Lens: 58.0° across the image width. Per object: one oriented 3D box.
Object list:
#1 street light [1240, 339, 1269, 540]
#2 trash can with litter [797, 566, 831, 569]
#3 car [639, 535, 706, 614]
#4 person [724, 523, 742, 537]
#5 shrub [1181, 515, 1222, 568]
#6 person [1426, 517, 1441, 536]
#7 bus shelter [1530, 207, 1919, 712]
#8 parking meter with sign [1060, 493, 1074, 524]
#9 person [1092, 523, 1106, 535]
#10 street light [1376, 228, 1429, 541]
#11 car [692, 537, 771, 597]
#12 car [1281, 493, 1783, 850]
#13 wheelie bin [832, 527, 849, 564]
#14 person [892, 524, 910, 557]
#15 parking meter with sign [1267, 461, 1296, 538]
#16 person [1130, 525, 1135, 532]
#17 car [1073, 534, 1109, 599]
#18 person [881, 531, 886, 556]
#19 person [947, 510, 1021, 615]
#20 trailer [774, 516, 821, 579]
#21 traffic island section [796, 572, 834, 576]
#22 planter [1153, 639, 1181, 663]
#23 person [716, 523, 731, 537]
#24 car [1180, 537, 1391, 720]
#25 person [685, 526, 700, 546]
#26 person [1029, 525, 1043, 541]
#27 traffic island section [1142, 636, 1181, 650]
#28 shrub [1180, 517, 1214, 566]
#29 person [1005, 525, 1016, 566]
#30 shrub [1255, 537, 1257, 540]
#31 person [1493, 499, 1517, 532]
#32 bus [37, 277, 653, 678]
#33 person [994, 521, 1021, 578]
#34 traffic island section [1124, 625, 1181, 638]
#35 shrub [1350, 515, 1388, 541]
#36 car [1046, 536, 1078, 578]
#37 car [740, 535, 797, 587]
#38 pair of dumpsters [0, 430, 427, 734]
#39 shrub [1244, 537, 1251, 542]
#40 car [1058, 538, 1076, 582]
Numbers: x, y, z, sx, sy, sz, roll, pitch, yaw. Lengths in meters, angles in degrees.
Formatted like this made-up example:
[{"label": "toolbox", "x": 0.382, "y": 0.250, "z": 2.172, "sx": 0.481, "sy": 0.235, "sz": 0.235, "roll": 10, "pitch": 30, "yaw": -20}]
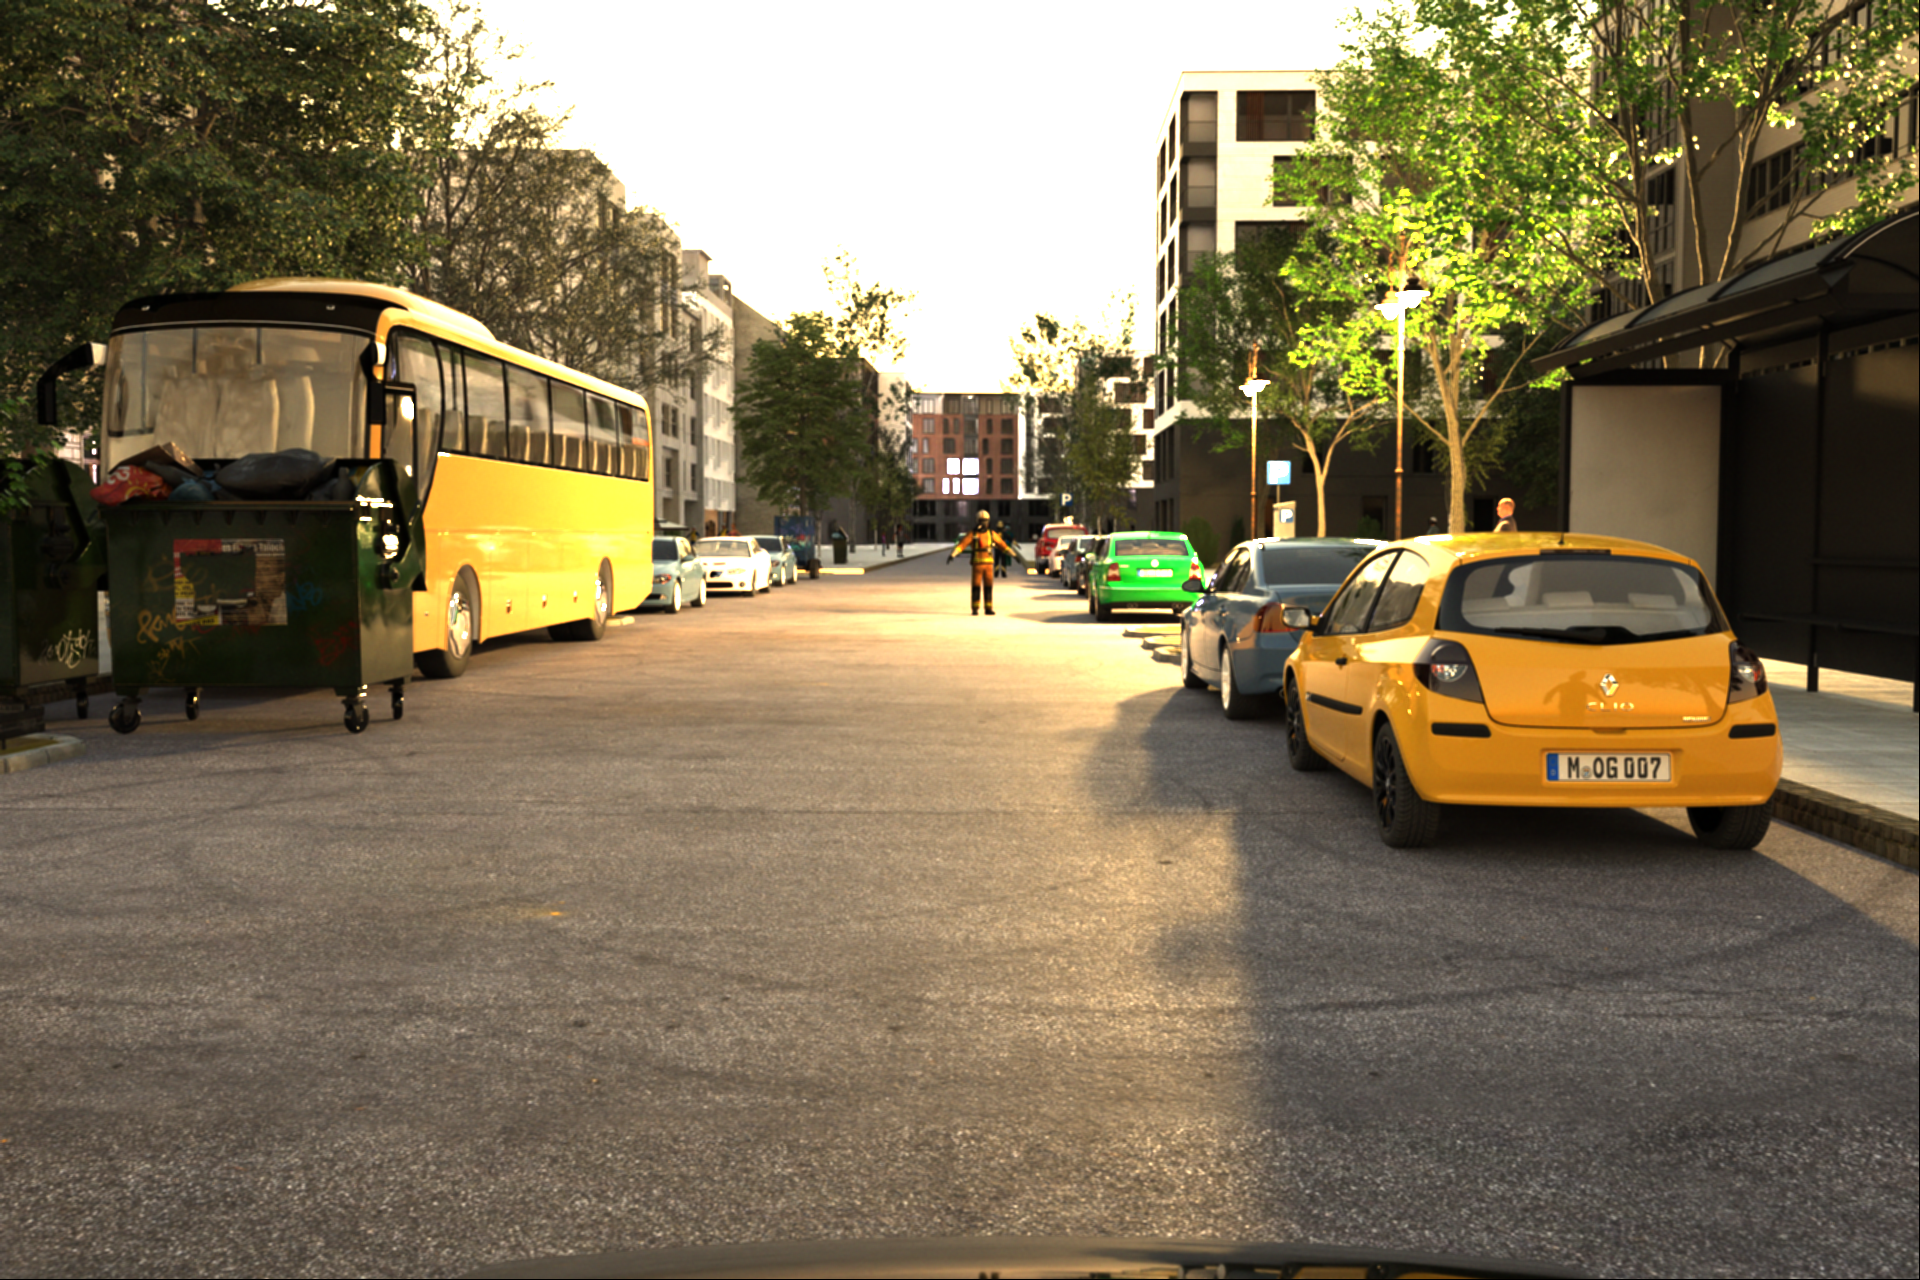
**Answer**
[{"label": "street light", "x": 6.972, "y": -4.180, "z": 41.131, "sx": 0.468, "sy": 5.910, "sz": 1.993, "roll": 0, "pitch": 4, "yaw": 1}, {"label": "trash can with litter", "x": -5.606, "y": -3.296, "z": 64.948, "sx": 1.678, "sy": 1.210, "sz": 2.233, "roll": 0, "pitch": 4, "yaw": 1}, {"label": "car", "x": -5.916, "y": -1.267, "z": 32.717, "sx": 2.014, "sy": 1.417, "sz": 4.499, "roll": 0, "pitch": 4, "yaw": 1}, {"label": "person", "x": -9.319, "y": -3.922, "z": 70.924, "sx": 1.217, "sy": 1.733, "sz": 0.721, "roll": 2, "pitch": 4, "yaw": 26}, {"label": "shrub", "x": 9.022, "y": -3.727, "z": 65.364, "sx": 1.690, "sy": 2.028, "sz": 1.600, "roll": 0, "pitch": 3, "yaw": 0}, {"label": "person", "x": 15.970, "y": -3.225, "z": 58.574, "sx": 0.704, "sy": 1.849, "sz": 1.345, "roll": 3, "pitch": 5, "yaw": 45}, {"label": "bus shelter", "x": 6.188, "y": -1.179, "z": 13.197, "sx": 2.014, "sy": 3.302, "sz": 5.546, "roll": 0, "pitch": 4, "yaw": 1}, {"label": "parking meter with sign", "x": 4.529, "y": -4.692, "z": 72.976, "sx": 0.543, "sy": 3.016, "sz": 1.738, "roll": 0, "pitch": 4, "yaw": 0}, {"label": "person", "x": 6.910, "y": -4.867, "z": 85.508, "sx": 1.347, "sy": 1.837, "sz": 0.705, "roll": -2, "pitch": 4, "yaw": -24}, {"label": "street light", "x": 6.676, "y": -3.273, "z": 26.297, "sx": 0.468, "sy": 5.910, "sz": 1.993, "roll": 0, "pitch": 4, "yaw": 1}, {"label": "car", "x": -5.581, "y": -1.752, "z": 41.001, "sx": 2.083, "sy": 1.381, "sz": 4.827, "roll": 0, "pitch": 4, "yaw": 1}, {"label": "car", "x": 2.823, "y": 0.056, "z": 9.309, "sx": 2.015, "sy": 1.641, "sz": 3.980, "roll": 0, "pitch": 4, "yaw": 2}, {"label": "wheelie bin", "x": -5.145, "y": -4.062, "z": 74.319, "sx": 0.693, "sy": 1.594, "sz": 0.980, "roll": 0, "pitch": 4, "yaw": 2}, {"label": "person", "x": -3.298, "y": -5.493, "z": 95.956, "sx": 0.704, "sy": 1.843, "sz": 1.345, "roll": 3, "pitch": 5, "yaw": 43}, {"label": "parking meter with sign", "x": 7.619, "y": -2.725, "z": 40.814, "sx": 0.543, "sy": 3.016, "sz": 1.738, "roll": 0, "pitch": 4, "yaw": 2}, {"label": "person", "x": 8.893, "y": -5.104, "z": 90.164, "sx": 0.721, "sy": 1.740, "sz": 1.216, "roll": 3, "pitch": 5, "yaw": 44}, {"label": "car", "x": 3.624, "y": -1.825, "z": 39.622, "sx": 2.009, "sy": 1.686, "sz": 4.222, "roll": 0, "pitch": 3, "yaw": 0}, {"label": "person", "x": -4.399, "y": -5.628, "z": 101.283, "sx": 0.599, "sy": 1.433, "sz": 0.991, "roll": 0, "pitch": 4, "yaw": -5}, {"label": "person", "x": 0.400, "y": -1.370, "z": 30.627, "sx": 1.354, "sy": 1.858, "sz": 0.705, "roll": -1, "pitch": 4, "yaw": -16}, {"label": "trailer", "x": -5.282, "y": -2.913, "z": 54.670, "sx": 1.471, "sy": 1.999, "sz": 3.904, "roll": 0, "pitch": 4, "yaw": 2}, {"label": "traffic island section", "x": -5.451, "y": -2.311, "z": 60.654, "sx": 1.991, "sy": 0.108, "sz": 1.994, "roll": 0, "pitch": 4, "yaw": 1}, {"label": "planter", "x": 3.250, "y": 0.074, "z": 19.937, "sx": 1.991, "sy": 0.319, "sz": 1.994, "roll": 0, "pitch": 4, "yaw": 0}, {"label": "person", "x": -11.836, "y": -4.940, "z": 86.738, "sx": 1.349, "sy": 1.833, "sz": 0.705, "roll": 3, "pitch": 5, "yaw": 41}, {"label": "car", "x": 2.932, "y": -0.162, "z": 14.651, "sx": 2.014, "sy": 1.417, "sz": 4.499, "roll": 0, "pitch": 4, "yaw": 1}, {"label": "person", "x": -15.730, "y": -5.838, "z": 101.916, "sx": 1.216, "sy": 1.772, "sz": 0.721, "roll": 2, "pitch": 4, "yaw": 33}, {"label": "person", "x": 4.478, "y": -5.568, "z": 97.217, "sx": 1.347, "sy": 1.806, "sz": 0.705, "roll": -3, "pitch": 4, "yaw": -36}, {"label": "traffic island section", "x": 3.336, "y": 0.055, "z": 21.968, "sx": 1.991, "sy": 0.108, "sz": 1.994, "roll": 0, "pitch": 4, "yaw": 2}, {"label": "shrub", "x": 9.365, "y": -3.944, "z": 68.908, "sx": 1.690, "sy": 2.028, "sz": 1.600, "roll": 0, "pitch": 3, "yaw": 0}, {"label": "person", "x": 2.082, "y": -4.188, "z": 77.055, "sx": 0.704, "sy": 1.817, "sz": 1.347, "roll": 3, "pitch": 5, "yaw": 45}, {"label": "shrub", "x": 12.030, "y": -3.625, "z": 70.380, "sx": 1.383, "sy": 1.207, "sz": 1.383, "roll": 0, "pitch": 3, "yaw": 0}, {"label": "person", "x": 7.321, "y": -1.031, "z": 23.450, "sx": 0.434, "sy": 1.755, "sz": 0.990, "roll": 1, "pitch": 4, "yaw": 22}, {"label": "bus", "x": -6.092, "y": -1.769, "z": 20.463, "sx": 2.896, "sy": 3.916, "sz": 12.252, "roll": 0, "pitch": 4, "yaw": 1}, {"label": "person", "x": 1.328, "y": -2.989, "z": 57.109, "sx": 1.354, "sy": 1.856, "sz": 0.705, "roll": 0, "pitch": 4, "yaw": 8}, {"label": "traffic island section", "x": 3.341, "y": -0.101, "z": 24.521, "sx": 1.991, "sy": 0.108, "sz": 1.994, "roll": 0, "pitch": 4, "yaw": 2}, {"label": "shrub", "x": 16.133, "y": -3.947, "z": 68.579, "sx": 1.661, "sy": 2.075, "sz": 1.752, "roll": 0, "pitch": 3, "yaw": 0}, {"label": "car", "x": 3.919, "y": -2.775, "z": 57.729, "sx": 2.083, "sy": 1.381, "sz": 4.827, "roll": 0, "pitch": 4, "yaw": 1}, {"label": "car", "x": -5.625, "y": -2.239, "z": 48.603, "sx": 2.014, "sy": 1.417, "sz": 4.499, "roll": 0, "pitch": 4, "yaw": 1}, {"label": "pair of dumpsters", "x": -6.370, "y": -0.484, "z": 12.858, "sx": 4.436, "sy": 2.255, "sz": 1.574, "roll": 0, "pitch": 4, "yaw": 2}, {"label": "shrub", "x": 10.953, "y": -3.333, "z": 65.617, "sx": 1.383, "sy": 1.207, "sz": 1.383, "roll": 0, "pitch": 3, "yaw": 0}, {"label": "car", "x": 3.838, "y": -2.319, "z": 50.495, "sx": 1.945, "sy": 1.354, "sz": 3.894, "roll": 0, "pitch": 4, "yaw": 1}]
